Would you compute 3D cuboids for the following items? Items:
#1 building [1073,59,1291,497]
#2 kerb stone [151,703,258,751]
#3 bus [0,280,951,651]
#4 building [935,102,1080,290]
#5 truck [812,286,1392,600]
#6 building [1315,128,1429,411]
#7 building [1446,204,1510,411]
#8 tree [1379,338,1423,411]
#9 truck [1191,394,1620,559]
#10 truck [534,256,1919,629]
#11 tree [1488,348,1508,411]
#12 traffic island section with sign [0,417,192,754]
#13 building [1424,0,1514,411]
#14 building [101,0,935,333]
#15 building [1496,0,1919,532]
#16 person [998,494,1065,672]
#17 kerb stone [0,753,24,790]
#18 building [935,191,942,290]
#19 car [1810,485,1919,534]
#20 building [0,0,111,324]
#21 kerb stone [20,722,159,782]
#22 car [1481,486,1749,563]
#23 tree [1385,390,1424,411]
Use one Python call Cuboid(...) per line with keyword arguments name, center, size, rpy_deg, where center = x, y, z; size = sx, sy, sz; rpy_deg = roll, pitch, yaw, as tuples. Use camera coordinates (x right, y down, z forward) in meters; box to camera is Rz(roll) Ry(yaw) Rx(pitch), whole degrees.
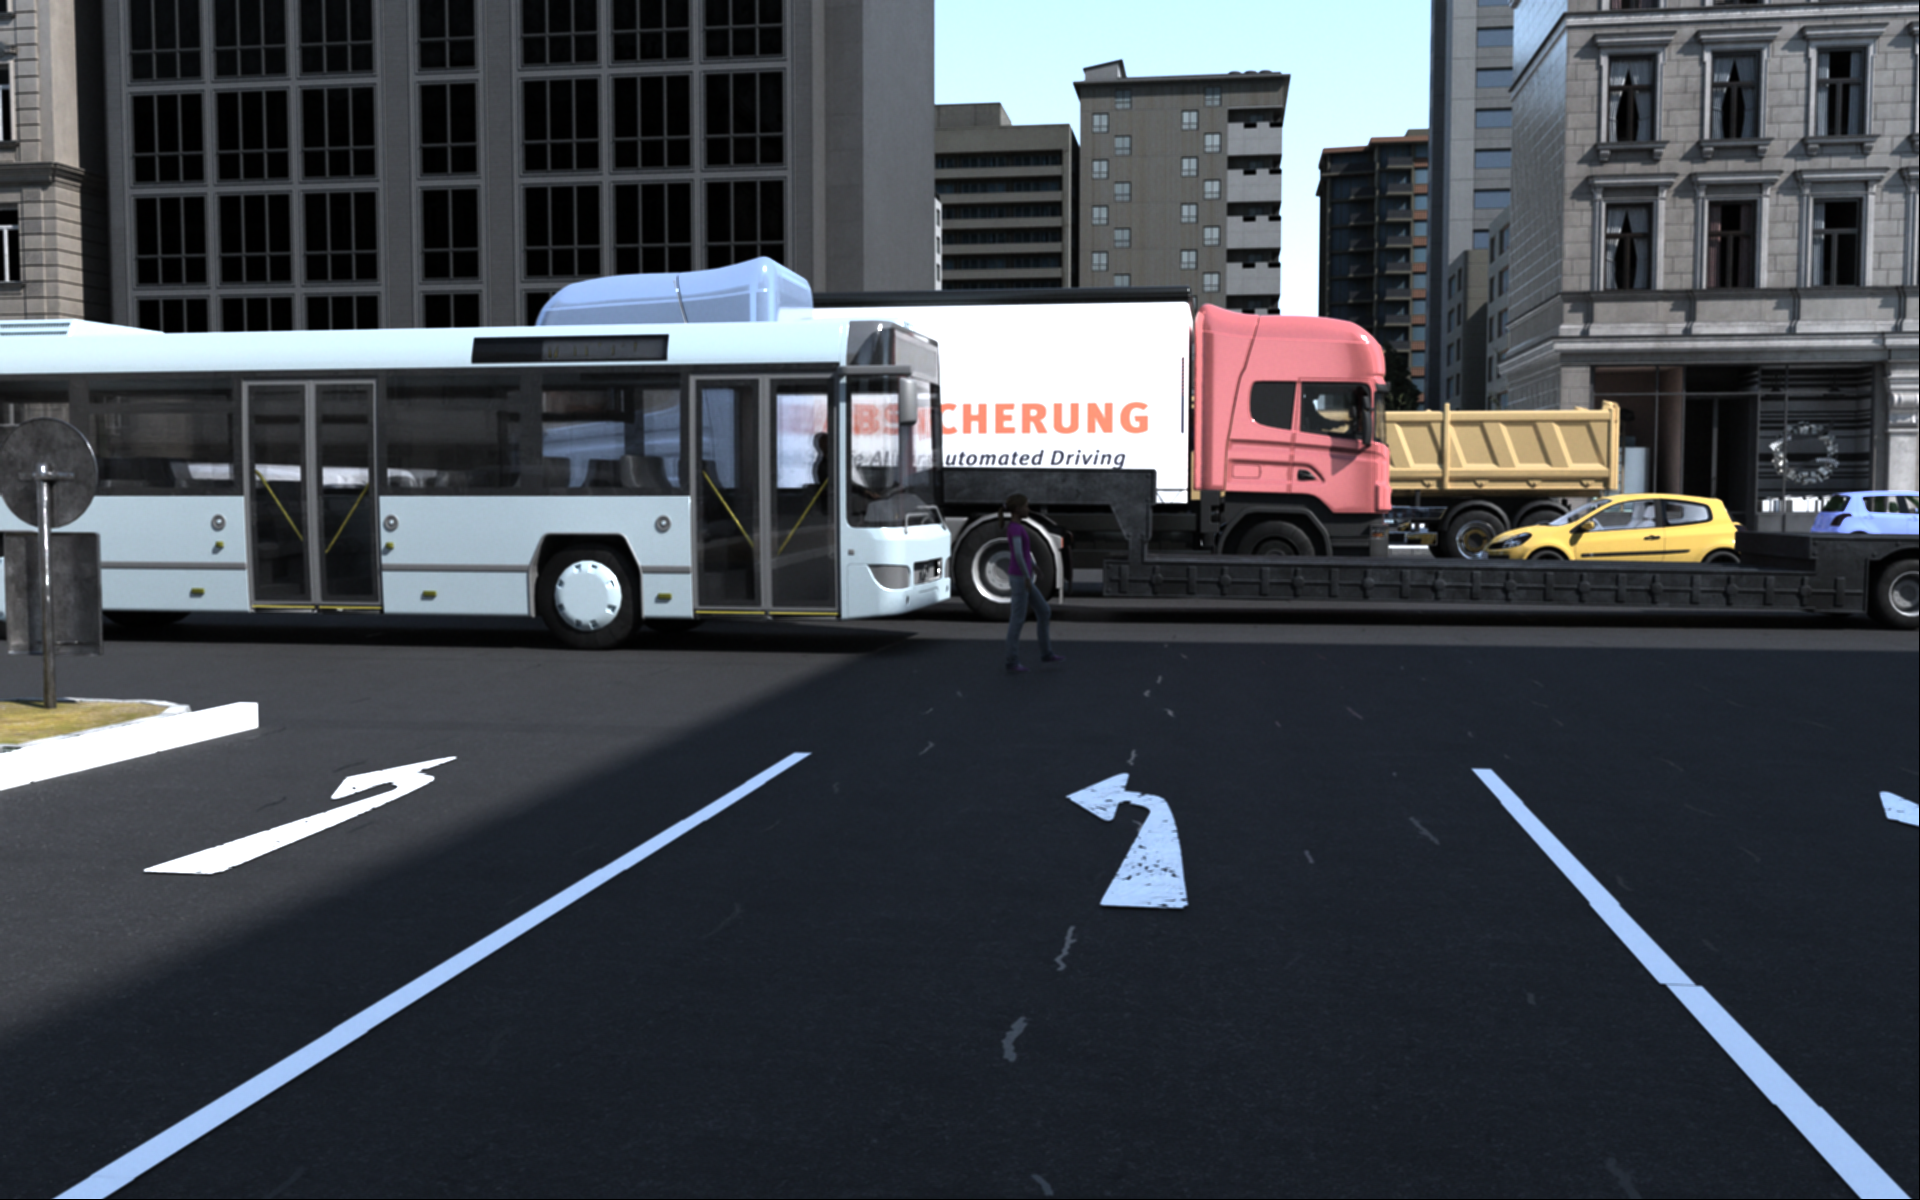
Cuboid(name="building", center=(29.018, -38.437, 217.686), size=(27.495, 52.752, 28.713), rpy_deg=(1, 4, 9))
Cuboid(name="kerb stone", center=(-4.446, 0.737, 10.149), size=(0.120, 0.150, 1.000), rpy_deg=(1, 4, 9))
Cuboid(name="bus", center=(-5.942, -1.380, 17.418), size=(13.247, 3.499, 2.948), rpy_deg=(1, 4, 11))
Cuboid(name="building", center=(4.207, -36.345, 217.941), size=(21.600, 48.544, 21.300), rpy_deg=(1, 4, 9))
Cuboid(name="truck", center=(1.043, -2.199, 24.866), size=(11.283, 4.237, 2.839), rpy_deg=(1, 4, 9))
Cuboid(name="building", center=(56.350, -33.982, 210.238), size=(28.867, 44.769, 22.147), rpy_deg=(1, 4, 9))
Cuboid(name="building", center=(48.501, -16.535, 115.395), size=(27.650, 21.520, 28.899), rpy_deg=(1, 4, 9))
Cuboid(name="tree", center=(33.514, -14.264, 140.636), size=(7.806, 13.903, 7.818), rpy_deg=(0, 3, 0))
Cuboid(name="truck", center=(7.423, -2.308, 33.660), size=(9.791, 3.379, 3.469), rpy_deg=(0, 4, 7))
Cuboid(name="truck", center=(3.694, -1.846, 19.943), size=(18.799, 4.110, 2.967), rpy_deg=(0, 4, 7))
Cuboid(name="tree", center=(26.257, -7.903, 79.576), size=(4.360, 8.622, 3.978), rpy_deg=(0, 3, 0))
Cuboid(name="traffic island section with sign", center=(-5.547, -0.100, 9.779), size=(2.006, 1.907, 1.989), rpy_deg=(1, 4, 9))
Cuboid(name="building", center=(49.533, -36.755, 142.939), size=(21.231, 58.520, 28.212), rpy_deg=(1, 4, 9))
Cuboid(name="building", center=(-13.703, -16.102, 56.776), size=(24.014, 27.812, 14.314), rpy_deg=(1, 4, 9))
Cuboid(name="building", center=(17.765, -12.142, 49.437), size=(40.483, 20.767, 10.553), rpy_deg=(1, 4, 9))
Cuboid(name="person", center=(0.634, -0.142, 14.063), size=(0.776, 1.435, 0.726), rpy_deg=(0, 4, -3))
Cuboid(name="kerb stone", center=(-4.746, 0.864, 8.101), size=(0.120, 0.150, 1.000), rpy_deg=(1, 4, 9))
Cuboid(name="building", center=(-9.132, -23.767, 160.292), size=(14.107, 30.474, 14.160), rpy_deg=(1, 4, 9))
Cuboid(name="car", center=(20.528, -1.709, 37.533), size=(3.694, 1.707, 1.945), rpy_deg=(0, 4, 8))
Cuboid(name="building", center=(-38.203, -16.011, 59.038), size=(25.104, 27.353, 12.463), rpy_deg=(1, 4, 9))
Cuboid(name="kerb stone", center=(-4.596, 0.799, 9.127), size=(0.120, 0.150, 1.000), rpy_deg=(1, 4, 9))
Cuboid(name="car", center=(10.275, -1.038, 27.188), size=(3.980, 1.641, 2.015), rpy_deg=(0, 4, 7))
Cuboid(name="tree", center=(30.611, -10.488, 121.840), size=(4.737, 8.622, 4.395), rpy_deg=(0, 3, 0))
